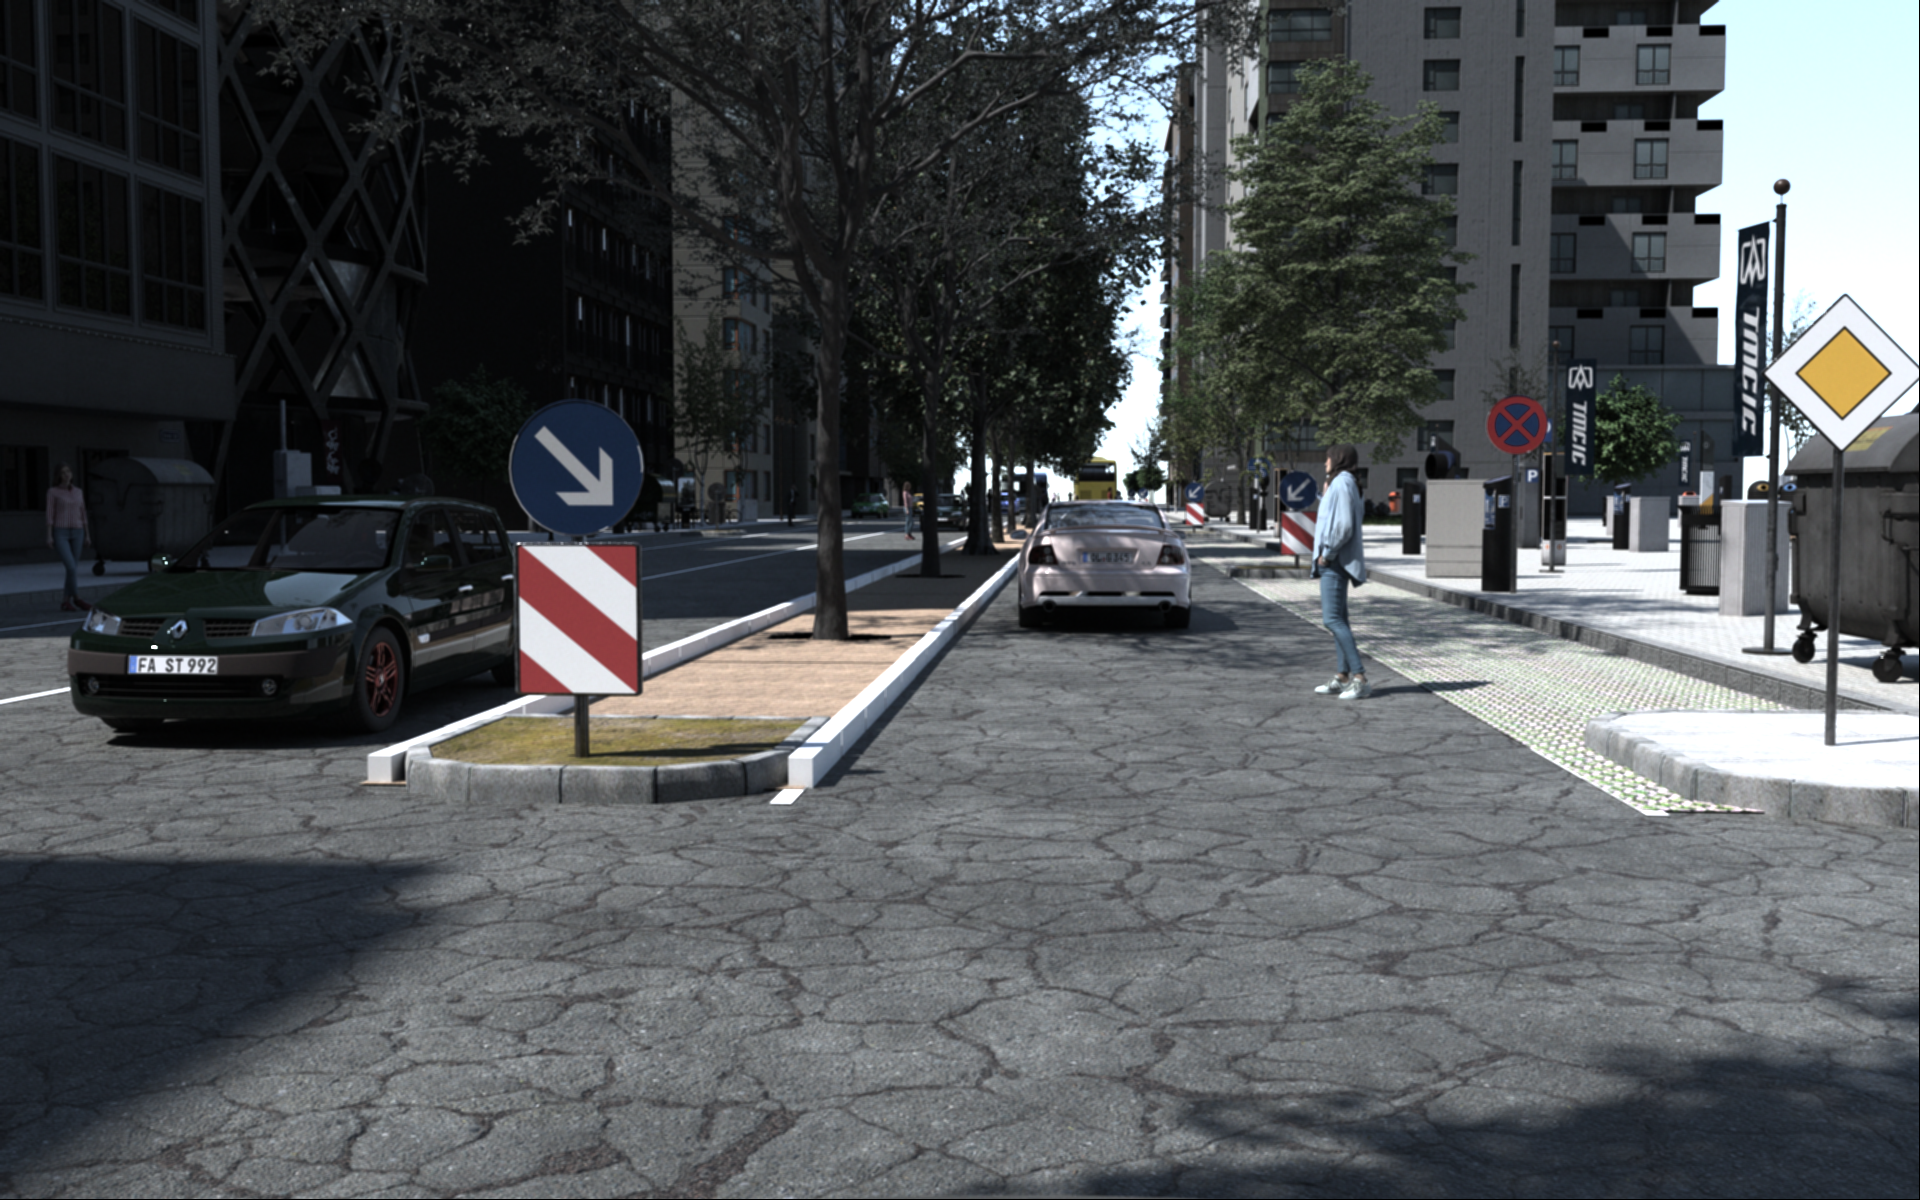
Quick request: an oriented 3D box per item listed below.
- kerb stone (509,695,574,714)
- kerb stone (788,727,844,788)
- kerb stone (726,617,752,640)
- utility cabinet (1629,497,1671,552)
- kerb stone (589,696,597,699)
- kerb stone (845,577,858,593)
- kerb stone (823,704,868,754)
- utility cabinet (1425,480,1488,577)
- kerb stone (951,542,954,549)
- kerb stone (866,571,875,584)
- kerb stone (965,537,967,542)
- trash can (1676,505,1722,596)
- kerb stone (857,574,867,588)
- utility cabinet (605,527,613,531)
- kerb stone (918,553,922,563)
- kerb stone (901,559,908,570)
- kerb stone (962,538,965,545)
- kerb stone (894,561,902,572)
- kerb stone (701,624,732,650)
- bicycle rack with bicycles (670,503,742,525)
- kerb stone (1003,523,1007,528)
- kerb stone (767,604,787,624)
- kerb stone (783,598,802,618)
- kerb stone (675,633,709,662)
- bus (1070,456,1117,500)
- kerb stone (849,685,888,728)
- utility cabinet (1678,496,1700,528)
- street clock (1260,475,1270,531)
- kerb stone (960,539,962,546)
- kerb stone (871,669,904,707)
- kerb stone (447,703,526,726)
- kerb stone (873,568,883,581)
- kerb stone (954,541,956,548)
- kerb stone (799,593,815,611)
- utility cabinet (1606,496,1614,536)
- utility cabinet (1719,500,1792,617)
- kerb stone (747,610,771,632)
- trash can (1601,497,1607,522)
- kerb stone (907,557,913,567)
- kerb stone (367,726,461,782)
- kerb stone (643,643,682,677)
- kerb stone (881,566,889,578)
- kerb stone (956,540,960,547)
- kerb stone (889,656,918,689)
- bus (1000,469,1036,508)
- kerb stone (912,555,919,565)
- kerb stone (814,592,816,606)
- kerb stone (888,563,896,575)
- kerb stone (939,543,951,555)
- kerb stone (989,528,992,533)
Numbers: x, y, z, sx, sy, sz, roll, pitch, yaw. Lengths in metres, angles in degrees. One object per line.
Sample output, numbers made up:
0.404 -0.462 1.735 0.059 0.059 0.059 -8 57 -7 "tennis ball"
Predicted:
-2.684 0.679 11.101 0.120 0.150 1.000 0 4 4 "kerb stone"
-0.741 0.811 8.937 0.120 0.150 1.000 0 4 4 "kerb stone"
-2.254 0.305 17.232 0.120 0.150 1.000 0 4 4 "kerb stone"
15.307 -1.670 38.467 1.020 1.237 0.306 -2 4 -31 "utility cabinet"
-2.617 0.616 12.123 0.120 0.150 1.000 0 4 4 "kerb stone"
-1.656 -0.196 25.402 0.120 0.150 1.000 0 4 4 "kerb stone"
-0.667 0.748 9.965 0.120 0.150 1.000 0 4 4 "kerb stone"
7.750 -1.092 26.535 1.173 1.500 0.318 1 4 12 "utility cabinet"
-0.318 -1.318 43.821 0.120 0.150 1.000 0 4 4 "kerb stone"
-1.509 -0.321 27.441 0.120 0.150 1.000 0 4 4 "kerb stone"
0.046 -1.630 48.940 0.120 0.150 1.000 0 4 4 "kerb stone"
9.508 -0.637 22.065 0.748 1.137 0.748 0 3 0 "trash can"
-1.575 -0.258 26.420 0.120 0.150 1.000 0 4 4 "kerb stone"
-12.139 -3.000 60.217 0.306 1.237 1.020 2 4 26 "utility cabinet"
-0.918 -0.822 35.631 0.120 0.150 1.000 0 4 4 "kerb stone"
-1.128 -0.627 32.555 0.120 0.150 1.000 0 4 4 "kerb stone"
-0.031 -1.573 47.917 0.120 0.150 1.000 0 4 4 "kerb stone"
-1.207 -0.571 31.536 0.120 0.150 1.000 0 4 4 "kerb stone"
-2.323 0.366 16.212 0.120 0.150 1.000 0 4 4 "kerb stone"
-10.836 -3.623 72.617 2.925 0.926 2.852 0 4 6 "bicycle rack with bicycles"
2.120 -3.386 77.587 0.120 0.150 1.000 0 4 4 "kerb stone"
-2.094 0.182 19.270 0.120 0.150 1.000 0 4 4 "kerb stone"
-2.019 0.117 20.290 0.120 0.150 1.000 0 4 4 "kerb stone"
-2.395 0.431 15.193 0.120 0.150 1.000 0 4 4 "kerb stone"
8.647 -7.371 112.068 2.896 3.916 12.252 0 4 3 "bus"
-0.591 0.686 10.986 0.120 0.150 1.000 0 4 4 "kerb stone"
27.908 -3.354 66.001 1.020 1.237 0.306 -1 4 -11 "utility cabinet"
10.658 -3.441 60.822 0.358 2.002 0.471 -1 4 -17 "street clock"
-0.100 -1.510 46.897 0.120 0.150 1.000 0 4 4 "kerb stone"
-0.517 0.624 12.005 0.120 0.150 1.000 0 4 4 "kerb stone"
-2.762 0.747 10.080 0.120 0.150 1.000 0 4 4 "kerb stone"
-1.427 -0.384 28.477 0.120 0.150 1.000 0 4 4 "kerb stone"
-0.253 -1.384 44.840 0.120 0.150 1.000 0 4 4 "kerb stone"
-1.952 0.054 21.310 0.120 0.150 1.000 0 4 4 "kerb stone"
20.310 -2.573 53.234 0.306 1.237 1.020 -1 4 -16 "utility cabinet"
8.509 -0.450 18.514 1.020 1.237 0.306 -3 5 -40 "utility cabinet"
-2.172 0.245 18.251 0.120 0.150 1.000 0 4 4 "kerb stone"
28.765 -3.975 76.652 0.748 1.137 0.748 0 3 0 "trash can"
-1.065 -0.695 33.577 0.120 0.150 1.000 0 4 4 "kerb stone"
-2.832 0.812 9.056 0.120 0.150 1.000 0 4 4 "kerb stone"
-2.468 0.492 14.162 0.120 0.150 1.000 0 4 4 "kerb stone"
-1.361 -0.447 29.497 0.120 0.150 1.000 0 4 4 "kerb stone"
-0.174 -1.447 45.869 0.120 0.150 1.000 0 4 4 "kerb stone"
-0.443 0.562 13.027 0.120 0.150 1.000 0 4 4 "kerb stone"
5.060 -9.415 148.789 2.948 3.499 13.247 0 4 4 "bus"
-0.985 -0.756 34.602 0.120 0.150 1.000 0 4 4 "kerb stone"
-1.871 -0.005 22.340 0.120 0.150 1.000 0 4 4 "kerb stone"
-1.292 -0.505 30.518 0.120 0.150 1.000 0 4 4 "kerb stone"
-0.393 -1.259 42.801 0.120 0.150 1.000 0 4 4 "kerb stone"
1.309 -2.698 66.328 0.120 0.150 1.000 0 4 4 "kerb stone"
